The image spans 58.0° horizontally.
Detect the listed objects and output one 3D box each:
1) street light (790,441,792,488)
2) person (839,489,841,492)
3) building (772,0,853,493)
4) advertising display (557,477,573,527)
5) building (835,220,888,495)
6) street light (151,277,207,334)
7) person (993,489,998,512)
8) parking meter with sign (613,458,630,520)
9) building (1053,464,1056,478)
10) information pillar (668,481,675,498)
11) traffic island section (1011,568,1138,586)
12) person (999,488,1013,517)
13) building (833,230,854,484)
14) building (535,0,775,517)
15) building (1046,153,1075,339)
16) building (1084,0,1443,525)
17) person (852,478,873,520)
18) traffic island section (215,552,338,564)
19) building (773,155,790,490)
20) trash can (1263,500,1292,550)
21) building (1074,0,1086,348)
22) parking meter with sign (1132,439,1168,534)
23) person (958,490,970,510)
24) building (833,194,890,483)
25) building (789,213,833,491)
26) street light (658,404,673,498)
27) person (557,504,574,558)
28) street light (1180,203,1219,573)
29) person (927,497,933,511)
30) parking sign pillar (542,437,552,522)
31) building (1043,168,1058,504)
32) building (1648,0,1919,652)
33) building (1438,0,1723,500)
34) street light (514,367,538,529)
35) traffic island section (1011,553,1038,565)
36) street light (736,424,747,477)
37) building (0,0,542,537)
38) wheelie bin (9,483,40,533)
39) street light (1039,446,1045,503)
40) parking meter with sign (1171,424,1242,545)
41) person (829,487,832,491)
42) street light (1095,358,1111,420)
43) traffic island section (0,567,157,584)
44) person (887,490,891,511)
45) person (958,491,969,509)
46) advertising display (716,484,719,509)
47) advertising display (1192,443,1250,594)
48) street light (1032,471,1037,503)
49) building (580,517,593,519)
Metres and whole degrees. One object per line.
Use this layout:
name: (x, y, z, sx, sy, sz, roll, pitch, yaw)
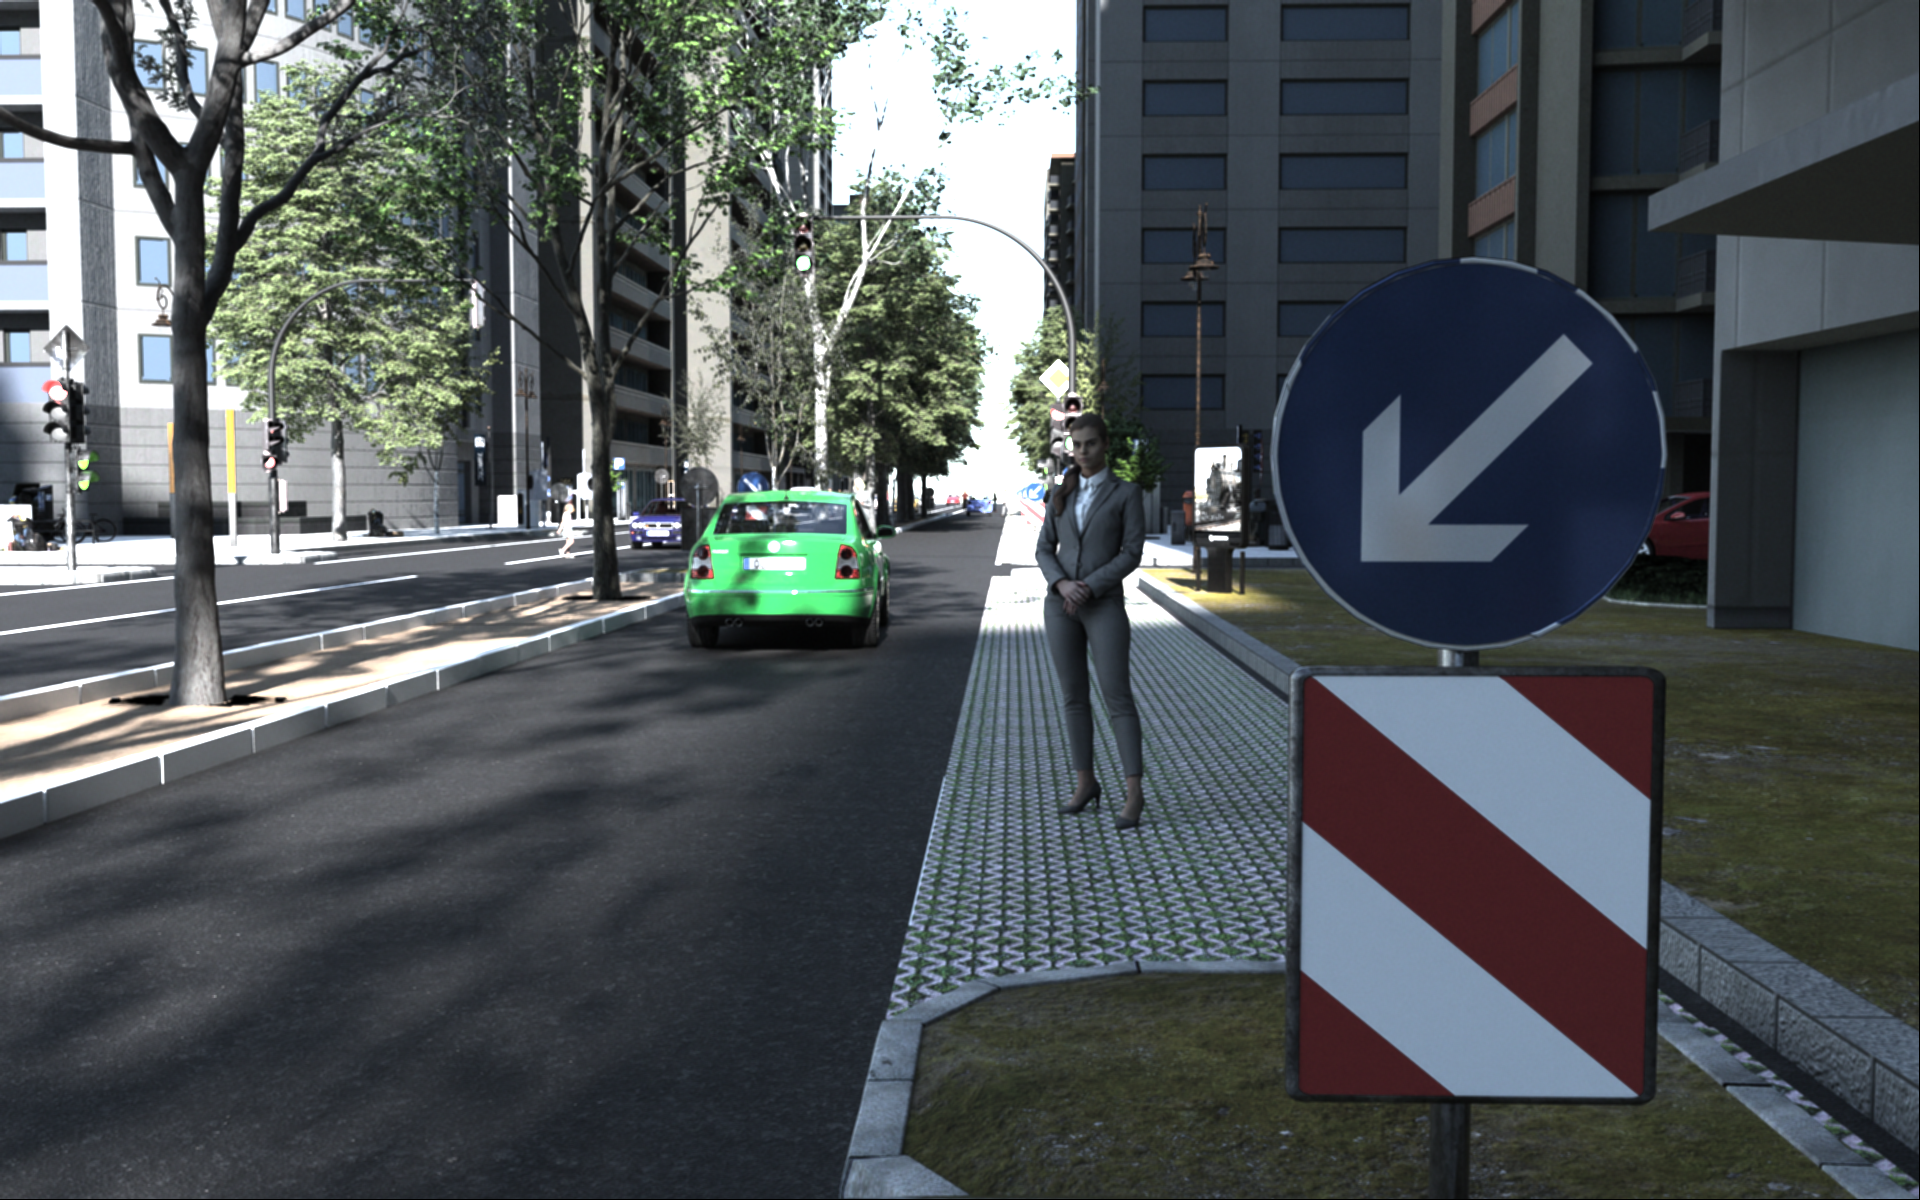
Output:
street light: (-13.558, -10.170, 139.062, 0.468, 5.910, 1.993, 0, 4, 2)
person: (-9.664, -7.988, 139.121, 1.348, 1.822, 0.705, 1, 4, 9)
building: (-23.528, -46.942, 205.752, 20.563, 71.187, 20.611, 0, 4, 2)
advertising display: (-15.439, -3.827, 67.777, 0.123, 1.923, 0.974, 1, 4, 18)
building: (-17.797, -34.527, 248.115, 14.154, 41.232, 14.086, 0, 4, 2)
street light: (-16.652, -3.932, 37.071, 0.468, 5.910, 1.993, 0, 4, 2)
person: (2.883, -8.115, 141.198, 0.705, 1.821, 1.348, -1, 4, -10)
parking meter with sign: (-16.528, -5.420, 84.878, 0.543, 3.016, 1.738, 0, 3, 0)
building: (20.752, -52.363, 168.804, 22.319, 86.520, 31.000, 0, 4, 2)
information pillar: (-16.100, -5.643, 96.756, 0.304, 2.012, 0.304, 0, 4, 5)
traffic island section: (1.840, -0.375, 28.416, 2.009, 0.180, 2.903, 0, 4, 2)
person: (2.934, -6.165, 109.566, 0.850, 1.792, 0.678, -1, 4, -16)
building: (-28.365, -32.858, 229.112, 32.217, 40.220, 23.993, 0, 4, 2)
building: (-25.283, -30.519, 122.687, 21.300, 48.544, 21.600, 0, 4, 2)
building: (22.086, -34.487, 218.494, 22.147, 44.769, 28.867, 0, 4, 2)
building: (16.649, -33.153, 84.048, 21.231, 58.520, 28.212, 0, 4, 2)
person: (-2.285, -1.909, 39.893, 0.537, 1.800, 0.526, 1, 4, 9)
traffic island section: (-14.604, -0.894, 36.901, 2.009, 0.180, 2.903, 0, 4, 2)
building: (-22.152, -22.598, 141.173, 14.160, 30.474, 14.107, 0, 4, 2)
trash can: (7.329, -1.721, 39.795, 0.748, 1.137, 0.748, 0, 3, 0)
building: (15.552, -29.138, 126.509, 14.600, 45.320, 14.200, 0, 4, 2)
parking meter with sign: (6.122, -3.619, 55.424, 0.543, 3.016, 1.738, 2, 4, 30)
person: (0.467, -8.890, 153.808, 1.348, 1.831, 0.705, 1, 4, 15)
building: (-18.059, -37.432, 262.121, 14.600, 45.320, 14.200, 0, 4, 2)
building: (-20.782, -24.769, 176.679, 14.160, 30.474, 14.107, 0, 4, 2)
street light: (-15.085, -7.100, 88.865, 0.468, 5.910, 1.993, 0, 4, 2)
person: (-8.903, -1.566, 39.124, 0.382, 1.210, 0.505, -1, 4, -10)
street light: (3.836, -3.369, 27.878, 0.468, 5.910, 1.993, 0, 4, 2)
person: (-2.626, -8.557, 148.425, 0.705, 1.822, 1.348, -2, 4, -31)
parking sign pillar: (-19.343, -5.654, 80.912, 1.447, 3.967, 1.447, -1, 4, -16)
building: (22.559, -37.955, 244.262, 21.300, 48.544, 21.600, 0, 4, 2)
building: (17.881, -25.276, 2.498, 28.713, 52.752, 27.495, 0, 4, 2)
building: (27.199, -24.049, 47.821, 28.867, 44.769, 22.147, 0, 4, 2)
street light: (-15.730, -5.514, 62.941, 0.468, 5.910, 1.993, 0, 4, 2)
traffic island section: (2.079, -0.863, 36.397, 2.009, 0.180, 2.903, 0, 4, 2)
street light: (-14.321, -8.612, 113.593, 0.468, 5.910, 1.993, 0, 4, 2)
building: (-30.099, -31.932, 64.086, 21.231, 58.520, 28.212, 0, 4, 2)
wheelie bin: (-26.460, -2.530, 49.271, 0.693, 1.594, 0.980, 3, 4, 38)
street light: (7.865, -11.548, 161.594, 0.468, 5.910, 1.993, 0, 4, 2)
parking meter with sign: (6.199, -2.898, 43.635, 1.738, 3.016, 0.543, 0, 4, 5)
person: (-7.846, -5.943, 105.586, 0.656, 1.842, 0.836, 1, 4, 20)
street light: (4.850, -5.267, 58.899, 0.468, 5.910, 1.993, 0, 4, 2)
traffic island section: (-14.844, -0.406, 28.920, 2.009, 0.180, 2.903, 0, 4, 2)
person: (-5.905, -8.206, 143.390, 0.721, 1.743, 1.217, 1, 4, 14)
person: (0.363, -9.563, 165.380, 1.217, 1.766, 0.721, 1, 4, 14)
advertising display: (-15.502, -6.455, 110.760, 0.123, 1.923, 0.974, 0, 4, -6)
advertising display: (3.377, -1.055, 22.461, 0.123, 1.923, 0.974, -2, 4, -33)
street light: (9.661, -15.059, 218.995, 0.468, 5.910, 1.993, 0, 4, 2)
building: (-28.794, -28.961, 97.211, 21.300, 48.544, 21.600, 0, 4, 2)
